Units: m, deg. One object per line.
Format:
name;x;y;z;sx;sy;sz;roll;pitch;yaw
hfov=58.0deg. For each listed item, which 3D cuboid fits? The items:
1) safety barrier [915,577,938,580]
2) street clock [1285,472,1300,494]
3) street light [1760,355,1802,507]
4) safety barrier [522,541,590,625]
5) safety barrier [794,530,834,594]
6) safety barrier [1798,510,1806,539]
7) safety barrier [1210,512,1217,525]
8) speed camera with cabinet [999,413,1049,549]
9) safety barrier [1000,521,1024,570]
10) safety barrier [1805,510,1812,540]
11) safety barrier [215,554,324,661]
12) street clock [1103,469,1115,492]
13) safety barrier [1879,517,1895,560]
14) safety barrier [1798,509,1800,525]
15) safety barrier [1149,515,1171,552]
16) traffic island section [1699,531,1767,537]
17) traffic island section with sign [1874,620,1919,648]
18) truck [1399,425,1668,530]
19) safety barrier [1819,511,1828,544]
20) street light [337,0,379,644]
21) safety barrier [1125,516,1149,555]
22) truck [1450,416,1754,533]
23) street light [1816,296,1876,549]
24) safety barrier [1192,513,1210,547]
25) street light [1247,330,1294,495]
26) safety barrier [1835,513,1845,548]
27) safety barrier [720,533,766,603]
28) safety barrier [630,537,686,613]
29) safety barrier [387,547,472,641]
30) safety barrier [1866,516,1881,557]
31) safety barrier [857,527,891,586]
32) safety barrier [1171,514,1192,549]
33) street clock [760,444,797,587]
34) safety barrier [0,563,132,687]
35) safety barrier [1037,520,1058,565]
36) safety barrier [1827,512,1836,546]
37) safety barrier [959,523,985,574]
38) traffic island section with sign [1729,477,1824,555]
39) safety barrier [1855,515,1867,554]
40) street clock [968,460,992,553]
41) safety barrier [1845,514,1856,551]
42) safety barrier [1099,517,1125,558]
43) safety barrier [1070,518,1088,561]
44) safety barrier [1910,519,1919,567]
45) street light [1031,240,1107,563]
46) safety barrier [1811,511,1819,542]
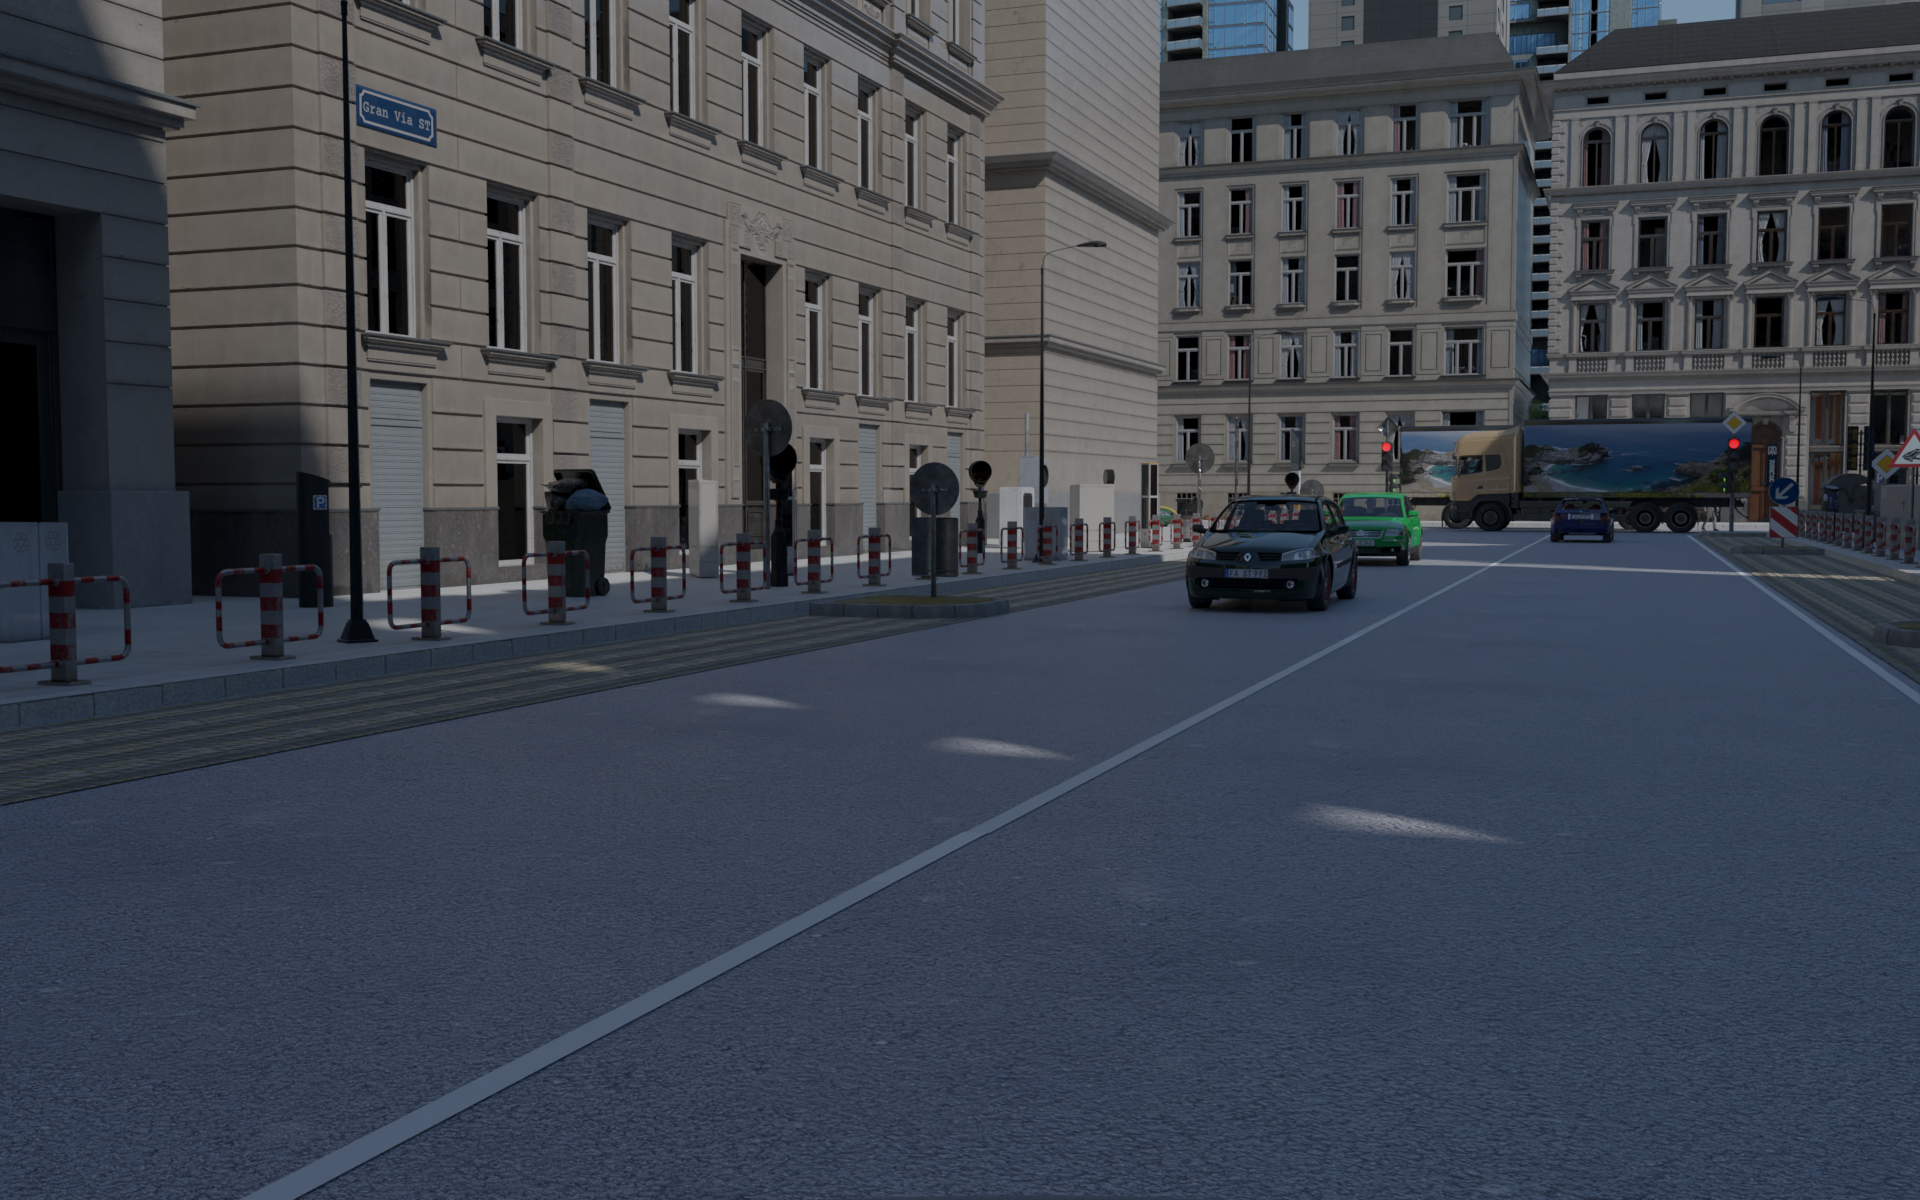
safety barrier;-0.498;-0.715;25.961;0.300;0.817;1.120;1;4;21
street clock;11.050;-3.248;57.672;0.471;2.002;0.358;0;4;5
street light;27.443;-5.221;57.906;1.470;5.913;1.316;1;4;21
safety barrier;-3.959;-0.167;17.006;0.300;0.817;1.120;1;4;21
safety barrier;-1.884;-0.495;22.371;0.300;0.817;1.120;1;4;21
safety barrier;24.426;-2.175;49.837;0.300;0.817;1.120;1;4;21
safety barrier;6.437;-1.812;43.896;0.300;0.817;1.120;1;4;21
speed camera with cabinet;1.549;-2.886;41.528;0.660;3.252;2.038;1;4;22
safety barrier;0.890;-0.934;29.547;0.300;0.817;1.120;1;4;21
safety barrier;23.733;-2.066;48.050;0.300;0.817;1.120;1;4;21
safety barrier;-5.338;0.052;13.428;0.300;0.817;1.120;1;4;21
street clock;4.349;-2.816;50.605;0.358;2.002;0.471;-1;4;-11
safety barrier;18.174;-1.186;33.669;0.300;0.817;1.120;1;4;21
safety barrier;25.112;-2.285;51.628;0.300;0.817;1.120;1;4;21
safety barrier;4.359;-1.483;38.519;0.300;0.817;1.120;1;4;21
traffic island section;26.263;-2.241;58.926;2.009;0.180;2.903;1;4;21
traffic island section with sign;9.844;-0.474;16.376;1.989;1.847;2.006;1;4;21
truck;23.869;-5.015;70.908;11.283;4.237;2.839;1;4;21
safety barrier;22.336;-1.845;44.446;0.300;0.817;1.120;1;4;21
street light;-4.727;-2.576;14.657;1.470;5.913;1.316;1;4;21
safety barrier;3.657;-1.373;36.717;0.300;0.817;1.120;1;4;21
truck;23.828;-4.696;65.698;11.283;4.237;2.839;1;4;23
street light;20.705;-4.157;40.513;1.470;5.913;1.316;1;4;21
safety barrier;5.741;-1.702;42.098;0.300;0.817;1.120;1;4;21
street light;8.789;-4.702;49.427;1.470;5.913;1.316;1;4;21
safety barrier;20.946;-1.625;40.844;0.300;0.817;1.120;1;4;21
safety barrier;-2.571;-0.386;20.581;0.300;0.817;1.120;1;4;21
safety barrier;-3.268;-0.276;18.795;0.300;0.817;1.120;1;4;21
safety barrier;-4.652;-0.058;15.219;0.300;0.817;1.120;1;4;21
safety barrier;18.866;-1.296;35.471;0.300;0.817;1.120;1;4;21
safety barrier;-1.193;-0.605;24.162;0.300;0.817;1.120;1;4;21
safety barrier;5.048;-1.592;40.308;0.300;0.817;1.120;1;4;21
street clock;-2.505;-1.184;23.934;0.471;2.002;0.358;-2;4;-35
safety barrier;-6.032;0.161;11.641;0.300;0.817;1.120;1;4;21
safety barrier;1.587;-1.044;31.343;0.300;0.817;1.120;1;4;21
safety barrier;21.642;-1.735;42.645;0.300;0.817;1.120;1;4;21
safety barrier;0.196;-0.825;27.760;0.300;0.817;1.120;1;4;21
traffic island section with sign;19.566;-2.012;41.524;1.989;1.847;2.006;1;4;21
safety barrier;19.562;-1.406;37.263;0.300;0.817;1.120;1;4;21
street clock;0.435;-2.012;37.466;0.471;2.002;0.358;-1;4;-15
safety barrier;20.253;-1.515;39.051;0.300;0.817;1.120;1;4;21
safety barrier;2.970;-1.263;34.924;0.300;0.817;1.120;1;4;21
safety barrier;2.279;-1.153;33.131;0.300;0.817;1.120;1;4;21
safety barrier;17.480;-1.077;31.882;0.300;0.817;1.120;1;4;21
street light;2.026;-3.639;32.043;1.470;5.913;1.316;1;4;21
safety barrier;23.035;-1.956;46.250;0.300;0.817;1.120;1;4;21
